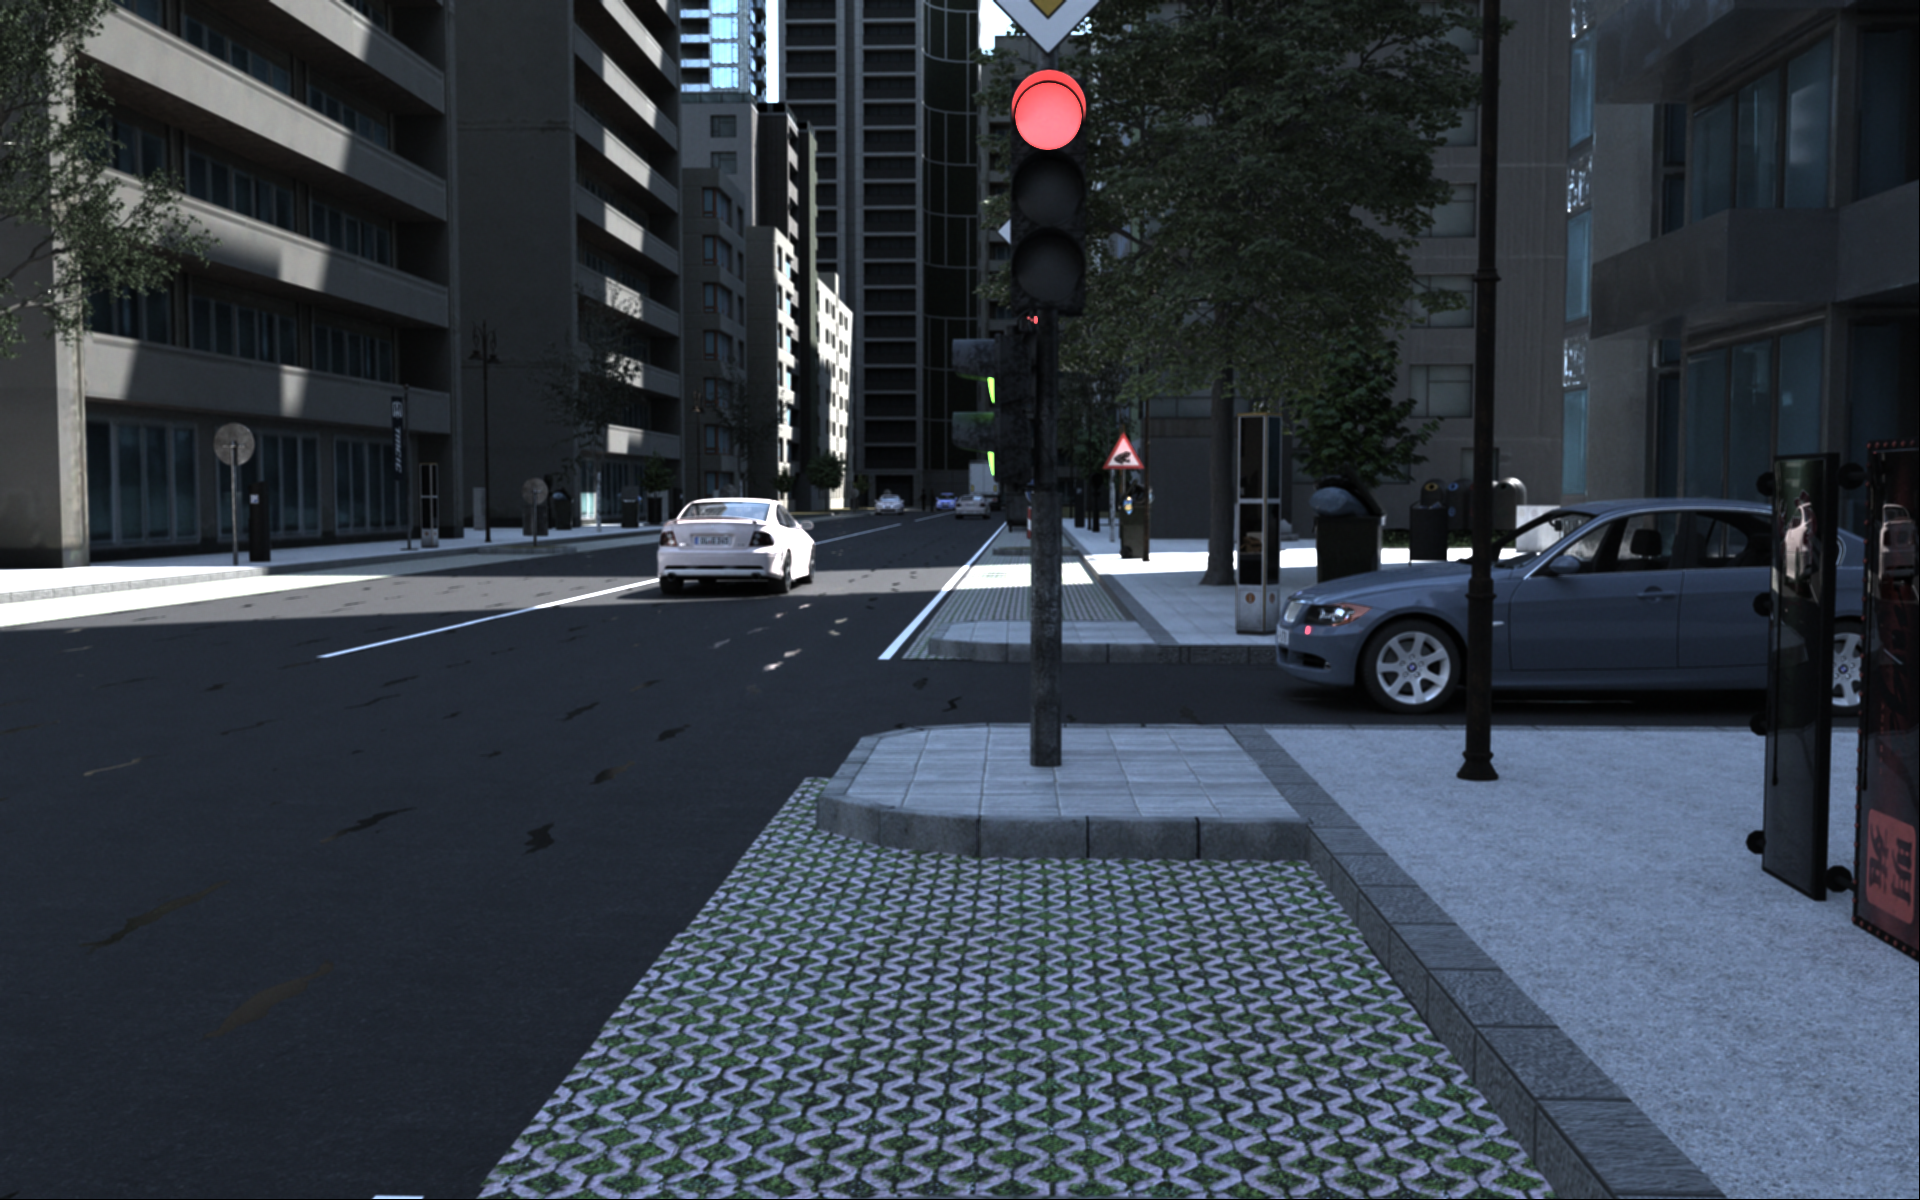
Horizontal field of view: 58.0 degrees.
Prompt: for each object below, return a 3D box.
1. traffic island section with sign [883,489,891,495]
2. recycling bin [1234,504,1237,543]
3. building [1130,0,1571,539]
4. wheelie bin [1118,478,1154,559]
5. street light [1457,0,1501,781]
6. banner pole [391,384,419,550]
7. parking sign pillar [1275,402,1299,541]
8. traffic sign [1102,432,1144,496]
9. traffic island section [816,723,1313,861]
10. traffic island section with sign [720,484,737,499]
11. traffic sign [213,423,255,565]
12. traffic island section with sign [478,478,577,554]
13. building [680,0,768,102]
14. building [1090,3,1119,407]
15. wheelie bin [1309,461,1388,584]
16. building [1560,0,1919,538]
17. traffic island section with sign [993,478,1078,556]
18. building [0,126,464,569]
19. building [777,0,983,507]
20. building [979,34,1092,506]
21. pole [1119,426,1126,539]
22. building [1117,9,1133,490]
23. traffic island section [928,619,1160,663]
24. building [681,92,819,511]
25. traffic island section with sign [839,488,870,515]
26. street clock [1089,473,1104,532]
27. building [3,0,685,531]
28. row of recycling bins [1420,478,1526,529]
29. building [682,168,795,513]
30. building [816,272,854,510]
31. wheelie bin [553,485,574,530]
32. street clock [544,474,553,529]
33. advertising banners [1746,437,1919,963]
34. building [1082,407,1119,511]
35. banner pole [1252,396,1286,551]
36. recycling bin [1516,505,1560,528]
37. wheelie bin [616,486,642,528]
[{"bbox_3d":[-6.062,-8.363,145.368,1.989,1.847,2.006,0,4,2],"label":"traffic island section with sign"},{"bbox_3d":[7.394,-2.005,45.344,0.722,1.027,0.722,-3,5,-40],"label":"recycling bin"},{"bbox_3d":[12.437,-22.701,54.748,14.154,41.232,14.086,0,4,2],"label":"building"},{"bbox_3d":[3.513,-1.631,34.579,0.693,1.594,0.980,1,4,9],"label":"wheelie bin"},{"bbox_3d":[2.339,-2.132,7.649,0.468,5.910,1.993,0,4,2],"label":"street light"},{"bbox_3d":[-12.653,-3.014,39.295,0.401,3.779,0.863,1,4,13],"label":"banner pole"},{"bbox_3d":[8.587,-3.612,47.535,1.447,3.967,1.447,3,5,44],"label":"parking sign pillar"},{"bbox_3d":[3.455,-2.242,36.657,0.884,2.594,0.081,0,4,7],"label":"traffic sign"},{"bbox_3d":[0.428,0.861,8.206,2.009,0.180,2.903,0,4,2],"label":"traffic island section"},{"bbox_3d":[-9.233,-3.686,68.888,1.989,1.847,2.006,0,4,2],"label":"traffic island section with sign"},{"bbox_3d":[-13.032,-1.895,31.088,0.768,2.556,0.104,0,4,4],"label":"traffic sign"},{"bbox_3d":[-10.353,-2.026,41.750,1.989,1.847,2.006,0,4,2],"label":"traffic island section with sign"},{"bbox_3d":[-33.867,-53.504,187.460,31.000,86.520,22.319,0,4,2],"label":"building"},{"bbox_3d":[25.201,-34.296,149.979,28.713,52.752,27.495,0,4,2],"label":"building"},{"bbox_3d":[3.709,-0.530,16.571,0.693,1.594,0.980,1,4,18],"label":"wheelie bin"},{"bbox_3d":[24.637,-24.716,23.714,30.456,49.044,23.786,0,4,2],"label":"building"},{"bbox_3d":[1.772,-1.965,40.762,1.989,1.847,2.006,0,4,2],"label":"traffic island section with sign"},{"bbox_3d":[-25.566,-25.405,39.078,21.300,48.544,21.600,0,4,2],"label":"building"},{"bbox_3d":[-8.113,-45.744,186.169,20.611,71.187,20.563,0,4,2],"label":"building"},{"bbox_3d":[13.018,-34.456,187.052,21.600,48.544,21.300,0,4,2],"label":"building"},{"bbox_3d":[4.692,-3.431,49.932,0.158,3.312,0.155,0,3,0],"label":"pole"},{"bbox_3d":[16.265,-27.425,98.517,14.600,45.320,14.200,0,4,2],"label":"building"},{"bbox_3d":[0.758,0.373,16.184,2.009,0.180,2.903,0,4,2],"label":"traffic island section"},{"bbox_3d":[-18.363,-21.810,128.292,14.160,30.474,14.107,0,4,2],"label":"building"},{"bbox_3d":[-7.173,-6.712,118.363,1.989,1.847,2.006,0,4,2],"label":"traffic island section with sign"},{"bbox_3d":[4.600,-3.301,58.549,0.471,2.002,0.358,-2,4,-25],"label":"street clock"},{"bbox_3d":[-24.820,-27.611,75.142,21.300,48.544,21.600,0,4,2],"label":"building"},{"bbox_3d":[13.453,-2.346,45.472,1.069,1.692,3.534,-2,4,-27],"label":"row of recycling bins"},{"bbox_3d":[-25.966,-16.021,106.987,27.650,21.520,28.899,0,4,2],"label":"building"},{"bbox_3d":[-25.203,-18.822,152.771,28.899,21.520,27.650,0,4,2],"label":"building"},{"bbox_3d":[-14.231,-3.316,62.128,0.693,1.594,0.980,0,4,-7],"label":"wheelie bin"},{"bbox_3d":[-15.139,-3.619,63.736,0.358,2.002,0.471,0,4,-1],"label":"street clock"},{"bbox_3d":[2.667,-0.531,4.870,0.090,3.025,2.074,0,4,5],"label":"advertising banners"},{"bbox_3d":[20.216,-49.374,119.936,22.319,86.520,31.000,0,4,2],"label":"building"},{"bbox_3d":[6.956,-3.002,39.093,0.863,3.779,0.401,2,4,24],"label":"banner pole"},{"bbox_3d":[12.823,-1.578,38.347,0.722,1.027,0.722,-2,4,-29],"label":"recycling bin"},{"bbox_3d":[-12.540,-3.536,65.718,0.980,1.594,0.693,0,4,-5],"label":"wheelie bin"}]
